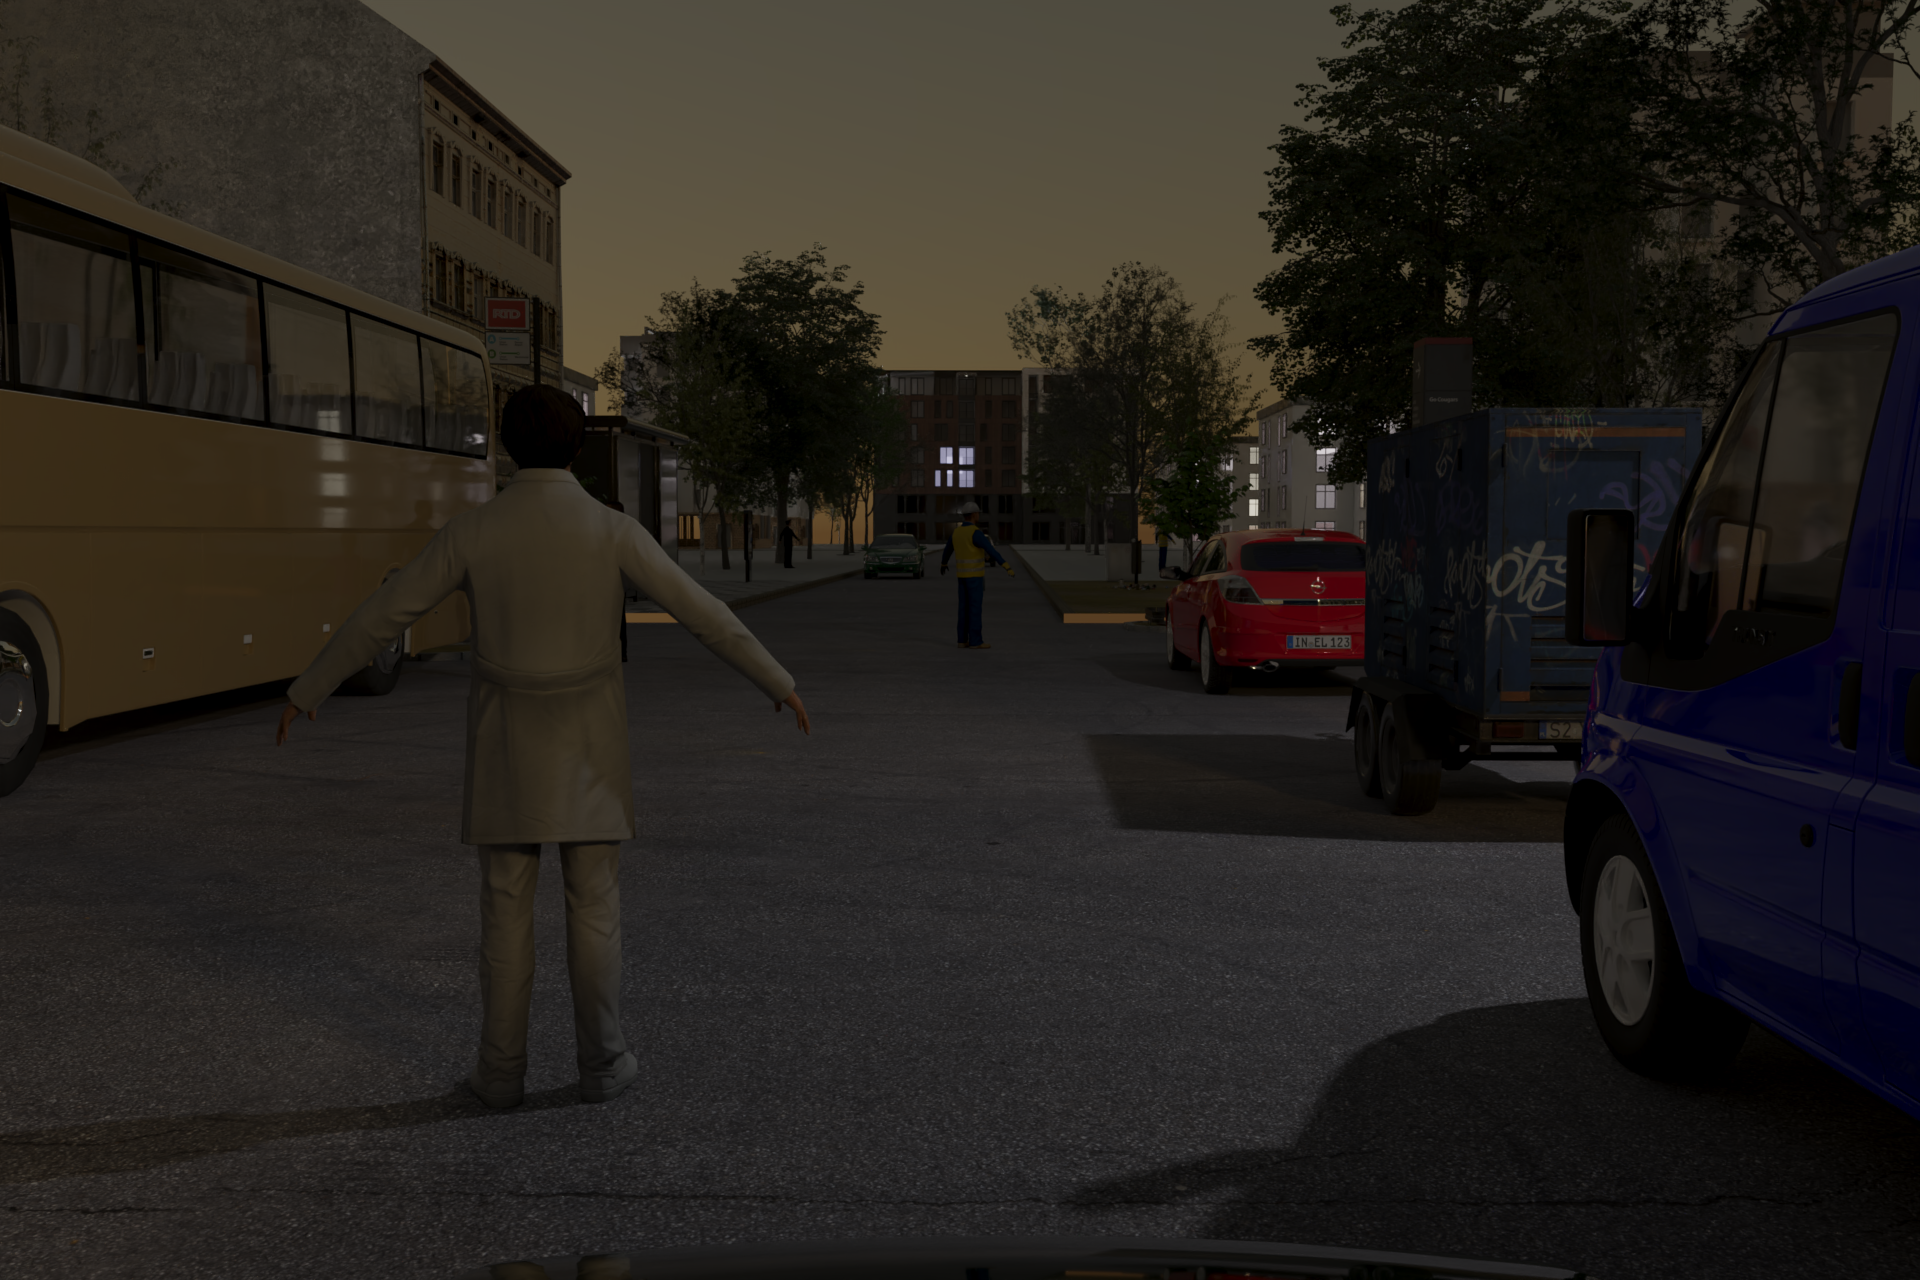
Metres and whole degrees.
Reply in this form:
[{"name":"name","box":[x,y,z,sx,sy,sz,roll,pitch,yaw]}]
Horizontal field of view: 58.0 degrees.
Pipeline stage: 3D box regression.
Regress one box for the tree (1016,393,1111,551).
[{"name":"tree","box":[8.184,-13.194,133.845,7.486,12.596,7.792,0,3,0]}]

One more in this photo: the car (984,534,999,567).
[{"name":"car","box":[0.728,-4.106,76.923,2.009,1.686,4.222,0,4,0]}]

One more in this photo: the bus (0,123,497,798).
[{"name":"bus","box":[-6.308,-1.283,12.529,2.896,3.916,12.252,0,4,1]}]

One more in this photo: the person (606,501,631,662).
[{"name":"person","box":[-3.885,-0.658,19.445,0.704,1.802,1.346,-1,4,-14]}]

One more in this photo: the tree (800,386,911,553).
[{"name":"tree","box":[-7.219,-11.668,116.523,9.928,11.665,9.643,0,3,0]}]

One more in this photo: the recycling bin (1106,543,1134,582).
[{"name":"recycling bin","box":[4.324,-2.096,46.824,0.722,1.027,0.722,0,4,1]}]

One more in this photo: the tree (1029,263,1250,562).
[{"name":"tree","box":[7.955,-10.275,78.369,12.009,13.543,11.850,0,3,0]}]

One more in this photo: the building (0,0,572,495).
[{"name":"building","box":[-26.148,-14.259,64.056,19.493,23.208,18.063,0,4,1]}]

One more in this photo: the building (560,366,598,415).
[{"name":"building","box":[-24.218,-9.309,94.356,9.099,9.664,28.070,0,4,0]}]

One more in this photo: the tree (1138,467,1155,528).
[{"name":"tree","box":[26.581,-18.785,225.266,7.486,12.596,7.792,0,3,0]}]

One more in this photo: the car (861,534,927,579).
[{"name":"car","box":[-2.122,-2.736,56.534,2.131,1.459,4.920,0,4,1]}]

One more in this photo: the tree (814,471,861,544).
[{"name":"tree","box":[-16.053,-17.451,219.740,7.601,10.594,8.767,1,4,10]}]

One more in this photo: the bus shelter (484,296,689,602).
[{"name":"bus shelter","box":[-6.883,-3.327,32.032,2.179,5.291,8.768,0,4,1]}]

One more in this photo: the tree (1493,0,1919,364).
[{"name":"tree","box":[9.195,-5.052,17.010,8.767,10.594,7.601,3,4,38]}]

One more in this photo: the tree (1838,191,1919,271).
[{"name":"tree","box":[19.087,-5.139,34.383,4.737,8.622,4.395,0,3,0]}]

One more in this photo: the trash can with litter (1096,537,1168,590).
[{"name":"trash can with litter","box":[4.038,-1.798,40.456,1.678,1.210,2.233,0,4,2]}]

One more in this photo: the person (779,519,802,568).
[{"name":"person","box":[-6.409,-3.608,64.931,0.705,1.837,1.347,-3,5,-43]}]

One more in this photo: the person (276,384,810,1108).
[{"name":"person","box":[-1.048,0.259,4.413,1.347,1.806,0.705,-1,4,-10]}]

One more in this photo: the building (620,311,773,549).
[{"name":"building","box":[-22.567,-17.804,147.510,16.016,20.090,11.380,0,4,0]}]

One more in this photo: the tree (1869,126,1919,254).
[{"name":"tree","box":[17.386,-4.809,28.982,4.737,8.622,4.395,0,3,0]}]

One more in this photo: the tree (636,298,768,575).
[{"name":"tree","box":[-8.021,-6.327,53.814,4.737,8.622,4.395,0,3,0]}]

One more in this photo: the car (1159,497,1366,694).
[{"name":"car","box":[3.090,-0.488,17.021,2.155,1.783,4.494,0,4,0]}]

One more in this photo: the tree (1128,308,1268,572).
[{"name":"tree","box":[7.664,-6.519,56.952,4.737,8.622,4.395,0,3,0]}]

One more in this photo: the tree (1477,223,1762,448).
[{"name":"tree","box":[17.945,-6.883,46.955,8.767,10.594,7.601,0,4,5]}]

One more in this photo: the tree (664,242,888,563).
[{"name":"tree","box":[-7.917,-10.335,75.634,9.857,13.997,8.962,0,3,0]}]

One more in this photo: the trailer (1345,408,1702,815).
[{"name":"trailer","box":[2.926,-0.169,9.814,1.471,1.999,3.904,0,4,2]}]

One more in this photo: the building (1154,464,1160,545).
[{"name":"building","box":[27.110,-15.226,191.096,9.099,9.664,28.070,0,4,1]}]

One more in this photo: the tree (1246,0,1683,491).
[{"name":"tree","box":[10.552,-8.015,37.699,9.857,13.997,8.962,0,3,0]}]

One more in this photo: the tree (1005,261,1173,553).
[{"name":"tree","box":[10.312,-16.081,118.811,12.611,20.169,13.585,0,3,0]}]

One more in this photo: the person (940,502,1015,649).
[{"name":"person","box":[0.155,-0.813,21.725,0.705,1.833,1.349,-3,5,-41]}]

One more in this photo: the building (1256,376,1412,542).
[{"name":"building","box":[24.535,-9.952,104.866,9.099,9.664,28.070,0,4,1]}]

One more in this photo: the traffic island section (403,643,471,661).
[{"name":"traffic island section","box":[-6.398,0.145,20.501,1.991,0.108,1.994,0,4,1]}]

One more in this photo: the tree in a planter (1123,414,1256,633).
[{"name":"tree in a planter","box":[3.479,-1.757,25.955,1.991,3.239,1.994,0,4,1]}]

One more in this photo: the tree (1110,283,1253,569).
[{"name":"tree","box":[6.885,-6.128,50.548,4.360,8.622,3.978,0,3,0]}]

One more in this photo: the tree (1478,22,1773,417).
[{"name":"tree","box":[9.869,-4.599,25.554,4.360,8.622,3.978,0,3,0]}]

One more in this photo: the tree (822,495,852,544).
[{"name":"tree","box":[-16.036,-16.892,226.549,4.737,8.622,4.395,0,3,0]}]

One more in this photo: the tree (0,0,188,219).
[{"name":"tree","box":[-12.797,-4.383,22.017,4.360,8.622,3.978,0,3,0]}]

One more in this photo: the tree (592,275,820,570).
[{"name":"tree","box":[-8.667,-7.834,62.506,7.601,10.594,8.767,3,5,44]}]

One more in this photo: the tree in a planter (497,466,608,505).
[{"name":"tree in a planter","box":[-6.244,-1.741,25.690,1.991,3.239,1.994,0,4,2]}]

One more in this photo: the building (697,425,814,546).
[{"name":"building","box":[-22.040,-20.120,185.386,16.016,20.090,11.380,0,4,2]}]

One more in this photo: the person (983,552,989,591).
[{"name":"person","box":[0.460,-1.925,43.204,0.599,1.433,0.991,2,4,31]}]

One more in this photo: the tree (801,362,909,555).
[{"name":"tree","box":[-6.889,-10.907,104.091,9.928,11.665,9.643,0,3,0]}]

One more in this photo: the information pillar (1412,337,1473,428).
[{"name":"information pillar","box":[6.428,-2.067,23.173,0.750,3.857,0.750,0,4,1]}]

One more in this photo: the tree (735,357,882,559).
[{"name":"tree","box":[-7.727,-9.347,87.241,8.767,10.594,7.601,1,4,11]}]

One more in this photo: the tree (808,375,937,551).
[{"name":"tree","box":[-6.847,-13.331,128.331,12.009,13.543,11.850,0,3,0]}]

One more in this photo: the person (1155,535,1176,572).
[{"name":"person","box":[6.936,-3.187,58.568,0.721,1.772,1.216,-2,4,-25]}]

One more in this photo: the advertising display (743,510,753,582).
[{"name":"advertising display","box":[-5.678,-2.524,46.476,0.123,1.923,0.974,0,4,0]}]

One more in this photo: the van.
[{"name":"van","box":[2.651,0.094,2.844,2.240,2.365,5.245,0,4,1]}]

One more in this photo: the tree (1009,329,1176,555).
[{"name":"tree","box":[8.118,-11.837,103.899,12.009,13.543,11.850,0,3,0]}]

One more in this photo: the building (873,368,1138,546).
[{"name":"building","box":[5.336,-23.146,224.861,32.646,21.610,27.936,0,4,-1]}]

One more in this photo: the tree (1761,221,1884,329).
[{"name":"tree","box":[20.426,-5.504,40.355,4.360,8.622,3.978,0,3,0]}]

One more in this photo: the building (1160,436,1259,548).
[{"name":"building","box":[24.397,-13.484,162.614,9.099,9.664,28.070,0,4,1]}]

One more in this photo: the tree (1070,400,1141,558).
[{"name":"tree","box":[7.806,-8.679,92.270,4.737,8.622,4.395,0,3,0]}]

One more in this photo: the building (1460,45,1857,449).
[{"name":"building","box":[26.797,-13.281,73.567,16.016,20.090,11.380,0,4,2]}]
